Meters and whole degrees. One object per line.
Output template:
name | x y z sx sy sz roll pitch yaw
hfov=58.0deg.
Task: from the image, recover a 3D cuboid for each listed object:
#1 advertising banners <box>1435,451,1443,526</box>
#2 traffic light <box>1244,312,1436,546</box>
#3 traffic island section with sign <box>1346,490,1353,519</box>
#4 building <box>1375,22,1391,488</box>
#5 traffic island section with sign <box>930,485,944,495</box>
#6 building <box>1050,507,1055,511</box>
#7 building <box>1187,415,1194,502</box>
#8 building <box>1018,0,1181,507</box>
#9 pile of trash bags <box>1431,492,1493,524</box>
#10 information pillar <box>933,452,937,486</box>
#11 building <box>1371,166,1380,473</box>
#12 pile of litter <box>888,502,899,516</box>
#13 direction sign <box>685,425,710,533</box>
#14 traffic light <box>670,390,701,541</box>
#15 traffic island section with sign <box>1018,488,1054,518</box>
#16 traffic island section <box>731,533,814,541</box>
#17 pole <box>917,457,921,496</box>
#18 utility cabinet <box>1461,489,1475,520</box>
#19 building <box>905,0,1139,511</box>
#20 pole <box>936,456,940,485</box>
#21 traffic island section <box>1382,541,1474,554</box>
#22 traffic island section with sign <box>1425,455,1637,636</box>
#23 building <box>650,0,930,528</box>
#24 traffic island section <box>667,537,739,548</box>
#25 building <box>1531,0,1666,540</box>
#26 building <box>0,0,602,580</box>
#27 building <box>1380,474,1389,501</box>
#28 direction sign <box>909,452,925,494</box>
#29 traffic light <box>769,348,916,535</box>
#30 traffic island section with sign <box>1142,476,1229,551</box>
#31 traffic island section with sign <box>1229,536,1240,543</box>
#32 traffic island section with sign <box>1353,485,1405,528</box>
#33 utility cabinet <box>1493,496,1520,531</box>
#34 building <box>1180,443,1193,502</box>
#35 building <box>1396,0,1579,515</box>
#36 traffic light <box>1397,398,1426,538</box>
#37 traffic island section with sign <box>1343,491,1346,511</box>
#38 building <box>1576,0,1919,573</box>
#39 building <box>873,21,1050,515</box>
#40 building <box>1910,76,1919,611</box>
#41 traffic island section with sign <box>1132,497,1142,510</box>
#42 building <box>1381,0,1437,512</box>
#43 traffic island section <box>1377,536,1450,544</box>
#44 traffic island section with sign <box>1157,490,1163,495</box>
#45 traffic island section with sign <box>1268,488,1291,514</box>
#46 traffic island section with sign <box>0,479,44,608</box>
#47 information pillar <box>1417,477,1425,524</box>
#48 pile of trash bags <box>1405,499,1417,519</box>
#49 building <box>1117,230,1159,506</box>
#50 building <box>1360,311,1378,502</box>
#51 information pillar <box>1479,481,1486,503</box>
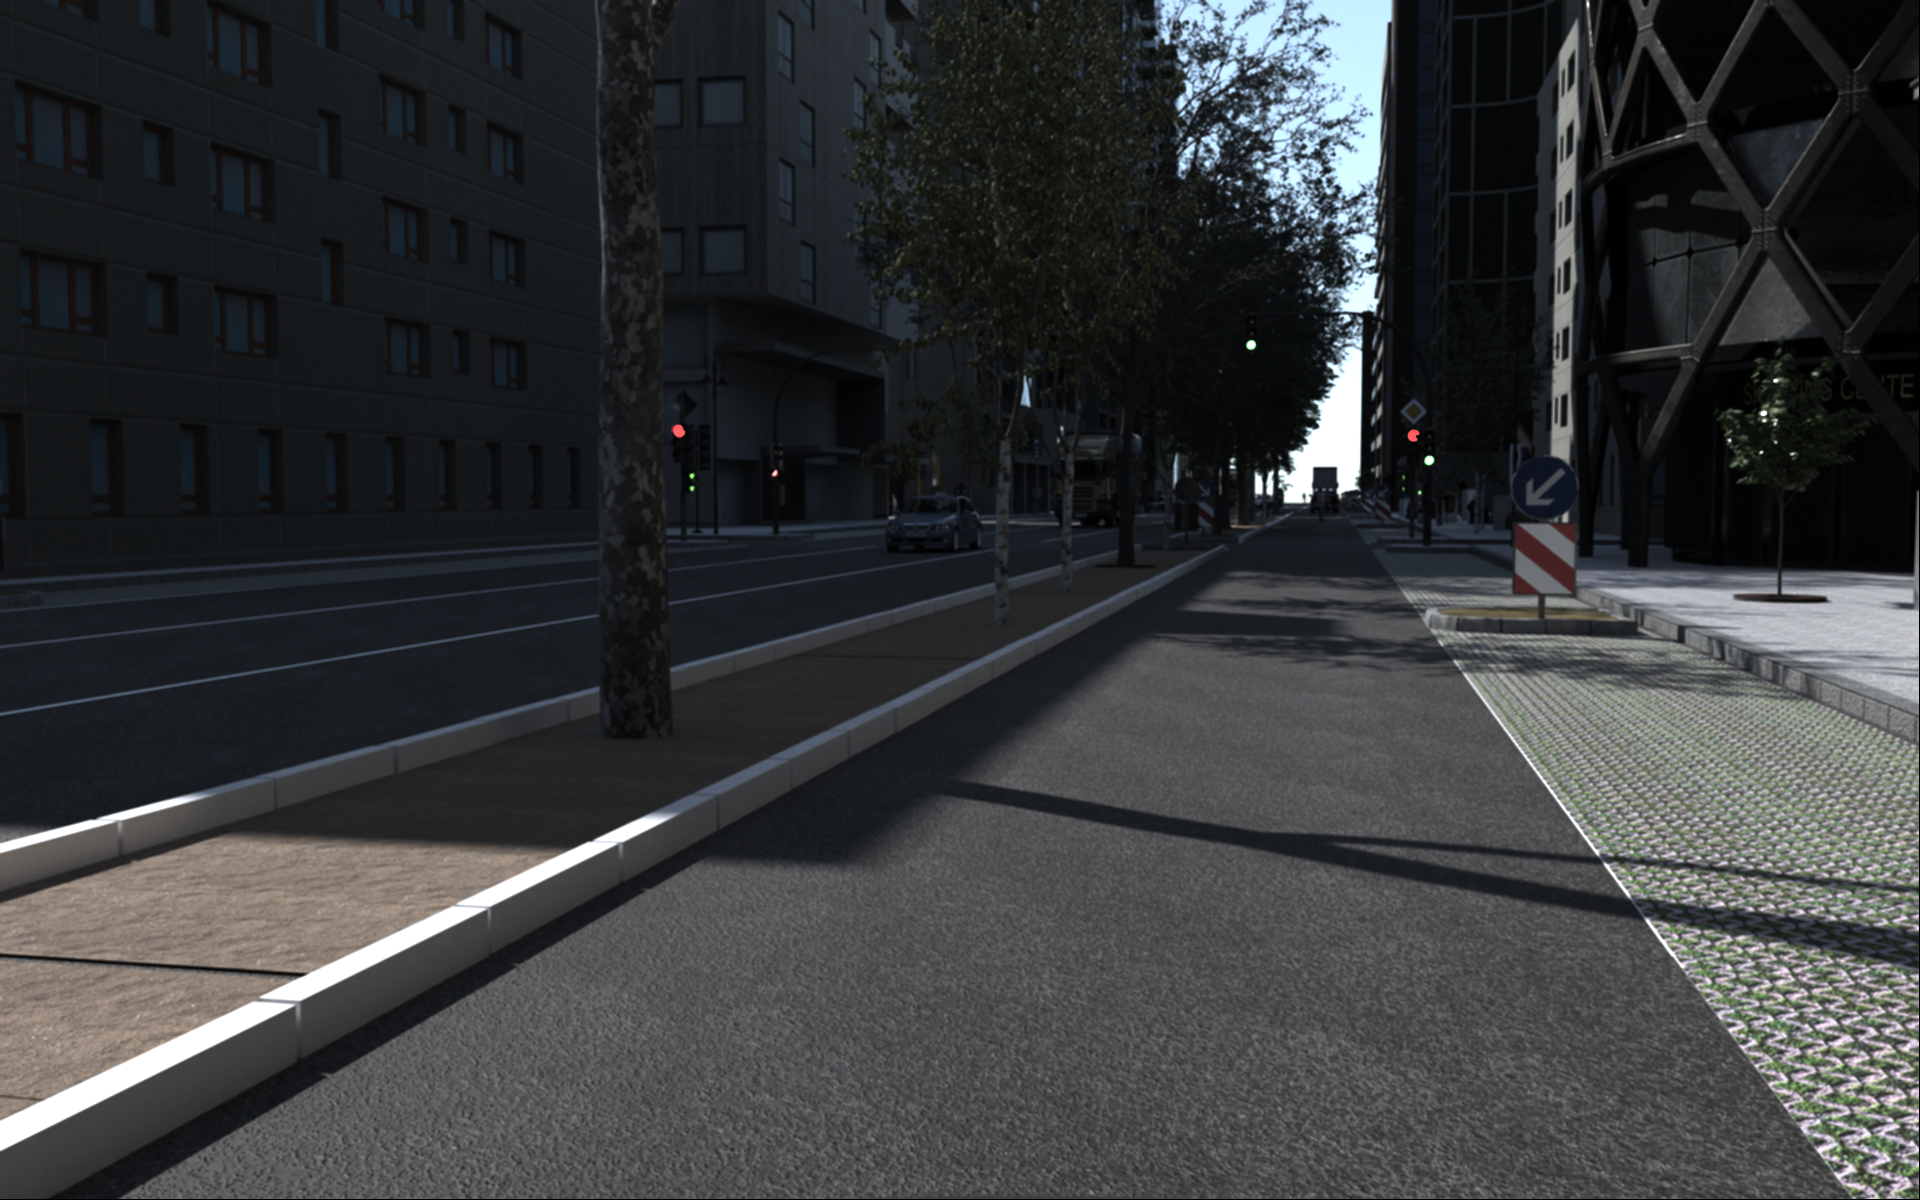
advertising banners | 19.430 -4.532 70.289 0.090 3.025 2.074 1 4 9
traffic light | 9.491 -4.188 43.149 4.771 5.953 1.251 1 4 12
traffic island section with sign | 23.335 -5.550 99.363 1.989 1.847 2.006 1 4 12
building | 52.316 -33.415 170.031 21.300 48.544 21.600 1 4 12
traffic island section with sign | -1.099 -4.185 77.047 1.989 1.847 2.006 1 4 12
building | -0.499 -50.919 145.193 22.319 86.520 31.000 1 4 12
building | 33.661 -31.029 279.023 14.160 30.474 14.107 1 4 12
building | 18.282 -55.853 225.872 22.319 86.520 31.000 1 4 12
pile of trash bags | 22.431 -3.985 74.906 1.912 1.369 3.447 -3 5 -44
information pillar | -1.331 -6.351 95.192 0.183 3.616 0.504 -3 4 -39
building | 65.785 -37.155 227.085 23.786 49.044 30.456 1 4 12
pile of litter | -4.135 -5.435 102.827 1.719 0.858 1.176 3 4 37
direction sign | -8.615 -3.960 56.739 0.876 3.537 0.379 0 4 1
traffic light | -7.480 -3.546 46.894 0.839 4.253 0.868 1 4 12
traffic island section with sign | 4.591 -5.806 103.563 1.989 1.847 2.006 1 4 12
traffic island section | -5.846 -1.992 54.846 2.009 0.180 2.903 1 4 12
pole | -2.181 -6.013 92.159 0.158 3.312 0.155 0 3 0
utility cabinet | 24.675 -4.588 83.700 1.173 1.500 0.318 -3 5 -44
building | 7.243 -44.856 171.648 20.563 71.187 20.611 1 4 12
pole | -1.158 -6.042 92.631 0.158 3.312 0.155 0 3 0
traffic island section | 11.592 -1.265 42.958 2.009 0.180 2.903 1 4 12
traffic island section with sign | 6.034 -0.604 18.503 1.989 1.847 2.006 1 4 12
building | -17.440 -29.884 77.846 28.713 52.752 27.495 1 4 12
traffic island section | -7.517 -1.514 47.037 2.009 0.180 2.903 1 4 12
building | 36.176 -13.070 58.727 28.899 21.520 27.650 1 4 12
building | -26.534 -11.739 36.966 28.899 21.520 27.650 1 4 12
building | 52.643 -27.827 146.851 32.217 40.220 23.993 1 4 12
direction sign | -2.280 -6.160 92.709 0.876 3.537 0.379 -1 4 -17
traffic light | -3.745 -4.870 54.300 4.771 5.953 1.251 1 4 12
traffic island section with sign | 5.761 -2.221 44.447 2.006 1.907 1.989 1 4 12
traffic island section with sign | 7.320 -2.664 51.688 2.006 1.907 1.989 1 4 12
traffic island section with sign | 17.698 -3.937 73.002 1.989 1.847 2.006 1 4 12
utility cabinet | 19.311 -3.052 61.066 0.306 1.237 1.020 -3 5 -40
building | 23.374 -39.040 257.907 23.786 49.044 30.456 1 4 12
building | 39.186 -41.093 110.118 20.563 71.187 20.611 1 4 12
traffic light | 13.226 -3.776 50.661 0.839 4.253 0.868 1 4 12
traffic island section with sign | 33.823 -8.545 148.342 1.989 1.847 2.006 1 4 12
building | 20.385 -10.079 32.236 16.820 18.784 16.811 1 4 12
building | -4.794 -41.311 113.692 20.563 71.187 20.611 1 4 12
building | 14.288 -13.378 6.117 14.401 28.519 23.554 1 4 12
traffic island section with sign | 14.865 -8.745 151.616 1.989 1.847 2.006 1 4 12
building | 39.364 -29.321 129.509 14.600 45.320 14.200 1 4 12
traffic island section | 13.263 -1.742 50.767 2.009 0.180 2.903 1 4 12
traffic island section with sign | 20.616 -10.386 178.446 1.989 1.847 2.006 1 4 12
traffic island section with sign | 23.033 -7.158 125.172 2.006 1.907 1.989 1 4 12
traffic island section with sign | -12.878 -0.815 21.949 1.989 1.847 2.006 1 4 12
information pillar | 20.048 -4.331 75.299 0.304 2.012 0.304 1 4 17
pile of trash bags | 23.834 -4.836 88.814 1.912 1.369 3.447 1 4 13
building | 14.116 -25.532 189.143 14.160 30.474 14.107 1 4 12
building | 70.005 -30.563 271.413 14.160 30.474 14.107 1 4 12
information pillar | 24.047 -4.607 79.818 0.304 2.012 0.304 2 4 25
